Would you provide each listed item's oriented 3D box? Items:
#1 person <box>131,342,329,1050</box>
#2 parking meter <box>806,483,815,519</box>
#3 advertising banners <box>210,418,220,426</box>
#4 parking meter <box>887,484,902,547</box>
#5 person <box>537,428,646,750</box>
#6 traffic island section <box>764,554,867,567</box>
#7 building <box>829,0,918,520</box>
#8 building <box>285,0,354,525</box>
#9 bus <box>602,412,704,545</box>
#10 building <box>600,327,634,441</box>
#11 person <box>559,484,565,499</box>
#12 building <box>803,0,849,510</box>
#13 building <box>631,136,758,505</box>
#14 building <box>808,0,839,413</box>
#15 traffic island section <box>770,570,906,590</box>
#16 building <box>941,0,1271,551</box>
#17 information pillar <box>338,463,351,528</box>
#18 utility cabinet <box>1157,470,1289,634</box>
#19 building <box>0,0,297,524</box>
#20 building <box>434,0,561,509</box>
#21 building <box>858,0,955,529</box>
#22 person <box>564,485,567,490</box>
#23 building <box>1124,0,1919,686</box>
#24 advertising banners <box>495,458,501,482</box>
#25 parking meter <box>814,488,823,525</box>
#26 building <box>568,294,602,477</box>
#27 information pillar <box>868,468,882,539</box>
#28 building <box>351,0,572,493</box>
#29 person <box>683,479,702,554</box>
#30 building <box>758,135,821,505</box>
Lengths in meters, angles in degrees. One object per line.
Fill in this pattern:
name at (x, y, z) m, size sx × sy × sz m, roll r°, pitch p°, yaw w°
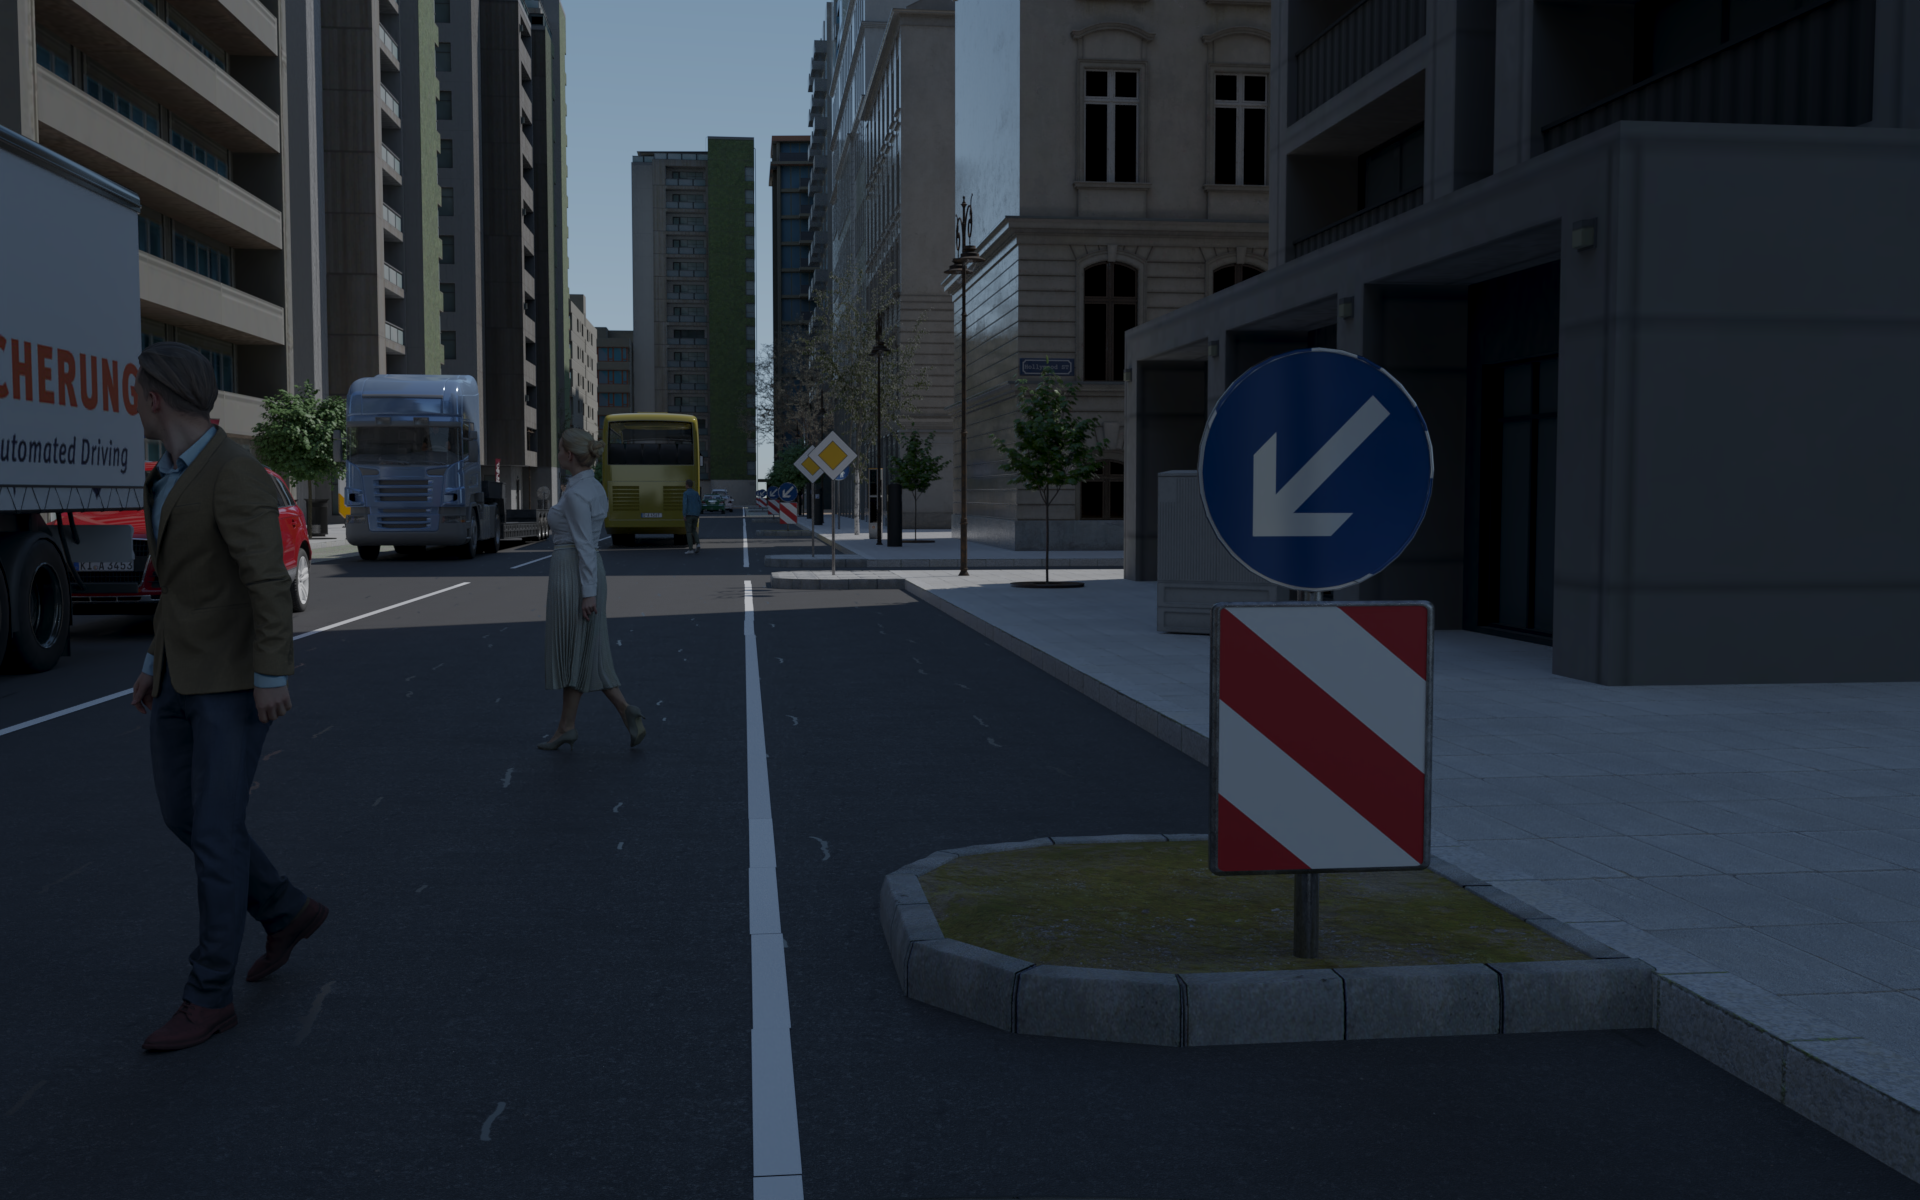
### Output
person at (-2.064, 0.222, 4.785) m, size 0.656 × 1.842 × 0.836 m, roll 1°, pitch 4°, yaw 12°
parking meter at (-7.706, -5.119, 89.400) m, size 0.399 × 1.863 × 0.255 m, roll -3°, pitch 5°, yaw -42°
advertising banners at (-17.534, -2.633, 39.231) m, size 0.090 × 3.025 × 2.074 m, roll 1°, pitch 4°, yaw 23°
parking meter at (-1.591, -2.065, 42.179) m, size 0.372 × 1.533 × 0.369 m, roll 0°, pitch 3°, yaw 0°
person at (-2.063, -0.059, 9.684) m, size 0.641 × 1.798 × 0.478 m, roll 1°, pitch 4°, yaw 15°
traffic island section at (-2.975, -0.798, 35.328) m, size 2.009 × 0.180 × 2.903 m, roll 0°, pitch 4°, yaw -7°
building at (-0.898, -19.478, 95.964) m, size 11.434 × 29.767 × 29.804 m, roll 0°, pitch 4°, yaw -7°
building at (-31.113, -23.970, 75.506) m, size 14.154 × 41.232 × 14.086 m, roll 0°, pitch 4°, yaw -7°
bus at (-9.079, -3.679, 51.704) m, size 2.896 × 3.916 × 12.252 m, roll -1°, pitch 4°, yaw -9°
building at (-52.629, -21.946, 203.856) m, size 28.899 × 21.520 × 27.650 m, roll 0°, pitch 4°, yaw -7°
person at (-16.177, -3.831, 70.912) m, size 0.659 × 1.850 × 0.755 m, roll 1°, pitch 4°, yaw 22°
building at (-0.892, -50.440, 137.370) m, size 22.319 × 86.520 × 31.000 m, roll 0°, pitch 4°, yaw -7°
building at (-30.640, -31.623, 200.633) m, size 14.086 × 41.232 × 14.154 m, roll 0°, pitch 4°, yaw -7°
building at (-3.396, -33.642, 169.650) m, size 23.786 × 49.044 × 30.456 m, roll 0°, pitch 4°, yaw -7°
traffic island section at (-1.981, -0.313, 27.405) m, size 2.009 × 0.180 × 2.903 m, roll 0°, pitch 4°, yaw -7°
building at (17.395, -13.841, 45.393) m, size 34.723 × 24.649 × 14.460 m, roll 0°, pitch 4°, yaw -7°
information pillar at (-23.411, -4.557, 65.866) m, size 0.183 × 3.616 × 0.504 m, roll 2°, pitch 4°, yaw 34°
utility cabinet at (2.375, -0.428, 15.683) m, size 1.173 × 1.500 × 0.318 m, roll 2°, pitch 4°, yaw 33°
building at (-30.744, -25.642, 42.949) m, size 21.300 × 48.544 × 21.600 m, roll 0°, pitch 4°, yaw -7°
building at (-30.805, -19.988, 98.508) m, size 14.160 × 30.474 × 14.107 m, roll 0°, pitch 4°, yaw -7°
building at (1.322, -13.606, 71.603) m, size 9.793 × 20.994 × 18.267 m, roll 0°, pitch 4°, yaw -7°
person at (-15.827, -3.719, 69.505) m, size 0.583 × 1.804 × 0.606 m, roll -3°, pitch 5°, yaw -41°
building at (13.880, -35.283, 15.136) m, size 20.563 × 71.187 × 20.611 m, roll 0°, pitch 4°, yaw -7°
advertising banners at (-22.844, -5.388, 84.282) m, size 0.090 × 3.025 × 2.074 m, roll 1°, pitch 4°, yaw 14°
parking meter at (-5.836, -3.846, 71.288) m, size 0.372 × 1.533 × 0.369 m, roll 0°, pitch 3°, yaw 0°
building at (-50.760, -19.683, 166.857) m, size 28.899 × 21.520 × 27.650 m, roll 0°, pitch 4°, yaw -7°
information pillar at (-2.414, -2.755, 49.541) m, size 0.304 × 2.012 × 0.304 m, roll 1°, pitch 4°, yaw 22°
building at (-38.917, -27.773, 137.680) m, size 14.154 × 41.232 × 14.086 m, roll 0°, pitch 4°, yaw -7°
person at (-6.415, -1.994, 41.447) m, size 0.601 × 1.785 × 0.444 m, roll -3°, pitch 5°, yaw -41°
building at (-9.739, -33.752, 206.470) m, size 28.867 × 44.769 × 22.147 m, roll 0°, pitch 4°, yaw -7°
